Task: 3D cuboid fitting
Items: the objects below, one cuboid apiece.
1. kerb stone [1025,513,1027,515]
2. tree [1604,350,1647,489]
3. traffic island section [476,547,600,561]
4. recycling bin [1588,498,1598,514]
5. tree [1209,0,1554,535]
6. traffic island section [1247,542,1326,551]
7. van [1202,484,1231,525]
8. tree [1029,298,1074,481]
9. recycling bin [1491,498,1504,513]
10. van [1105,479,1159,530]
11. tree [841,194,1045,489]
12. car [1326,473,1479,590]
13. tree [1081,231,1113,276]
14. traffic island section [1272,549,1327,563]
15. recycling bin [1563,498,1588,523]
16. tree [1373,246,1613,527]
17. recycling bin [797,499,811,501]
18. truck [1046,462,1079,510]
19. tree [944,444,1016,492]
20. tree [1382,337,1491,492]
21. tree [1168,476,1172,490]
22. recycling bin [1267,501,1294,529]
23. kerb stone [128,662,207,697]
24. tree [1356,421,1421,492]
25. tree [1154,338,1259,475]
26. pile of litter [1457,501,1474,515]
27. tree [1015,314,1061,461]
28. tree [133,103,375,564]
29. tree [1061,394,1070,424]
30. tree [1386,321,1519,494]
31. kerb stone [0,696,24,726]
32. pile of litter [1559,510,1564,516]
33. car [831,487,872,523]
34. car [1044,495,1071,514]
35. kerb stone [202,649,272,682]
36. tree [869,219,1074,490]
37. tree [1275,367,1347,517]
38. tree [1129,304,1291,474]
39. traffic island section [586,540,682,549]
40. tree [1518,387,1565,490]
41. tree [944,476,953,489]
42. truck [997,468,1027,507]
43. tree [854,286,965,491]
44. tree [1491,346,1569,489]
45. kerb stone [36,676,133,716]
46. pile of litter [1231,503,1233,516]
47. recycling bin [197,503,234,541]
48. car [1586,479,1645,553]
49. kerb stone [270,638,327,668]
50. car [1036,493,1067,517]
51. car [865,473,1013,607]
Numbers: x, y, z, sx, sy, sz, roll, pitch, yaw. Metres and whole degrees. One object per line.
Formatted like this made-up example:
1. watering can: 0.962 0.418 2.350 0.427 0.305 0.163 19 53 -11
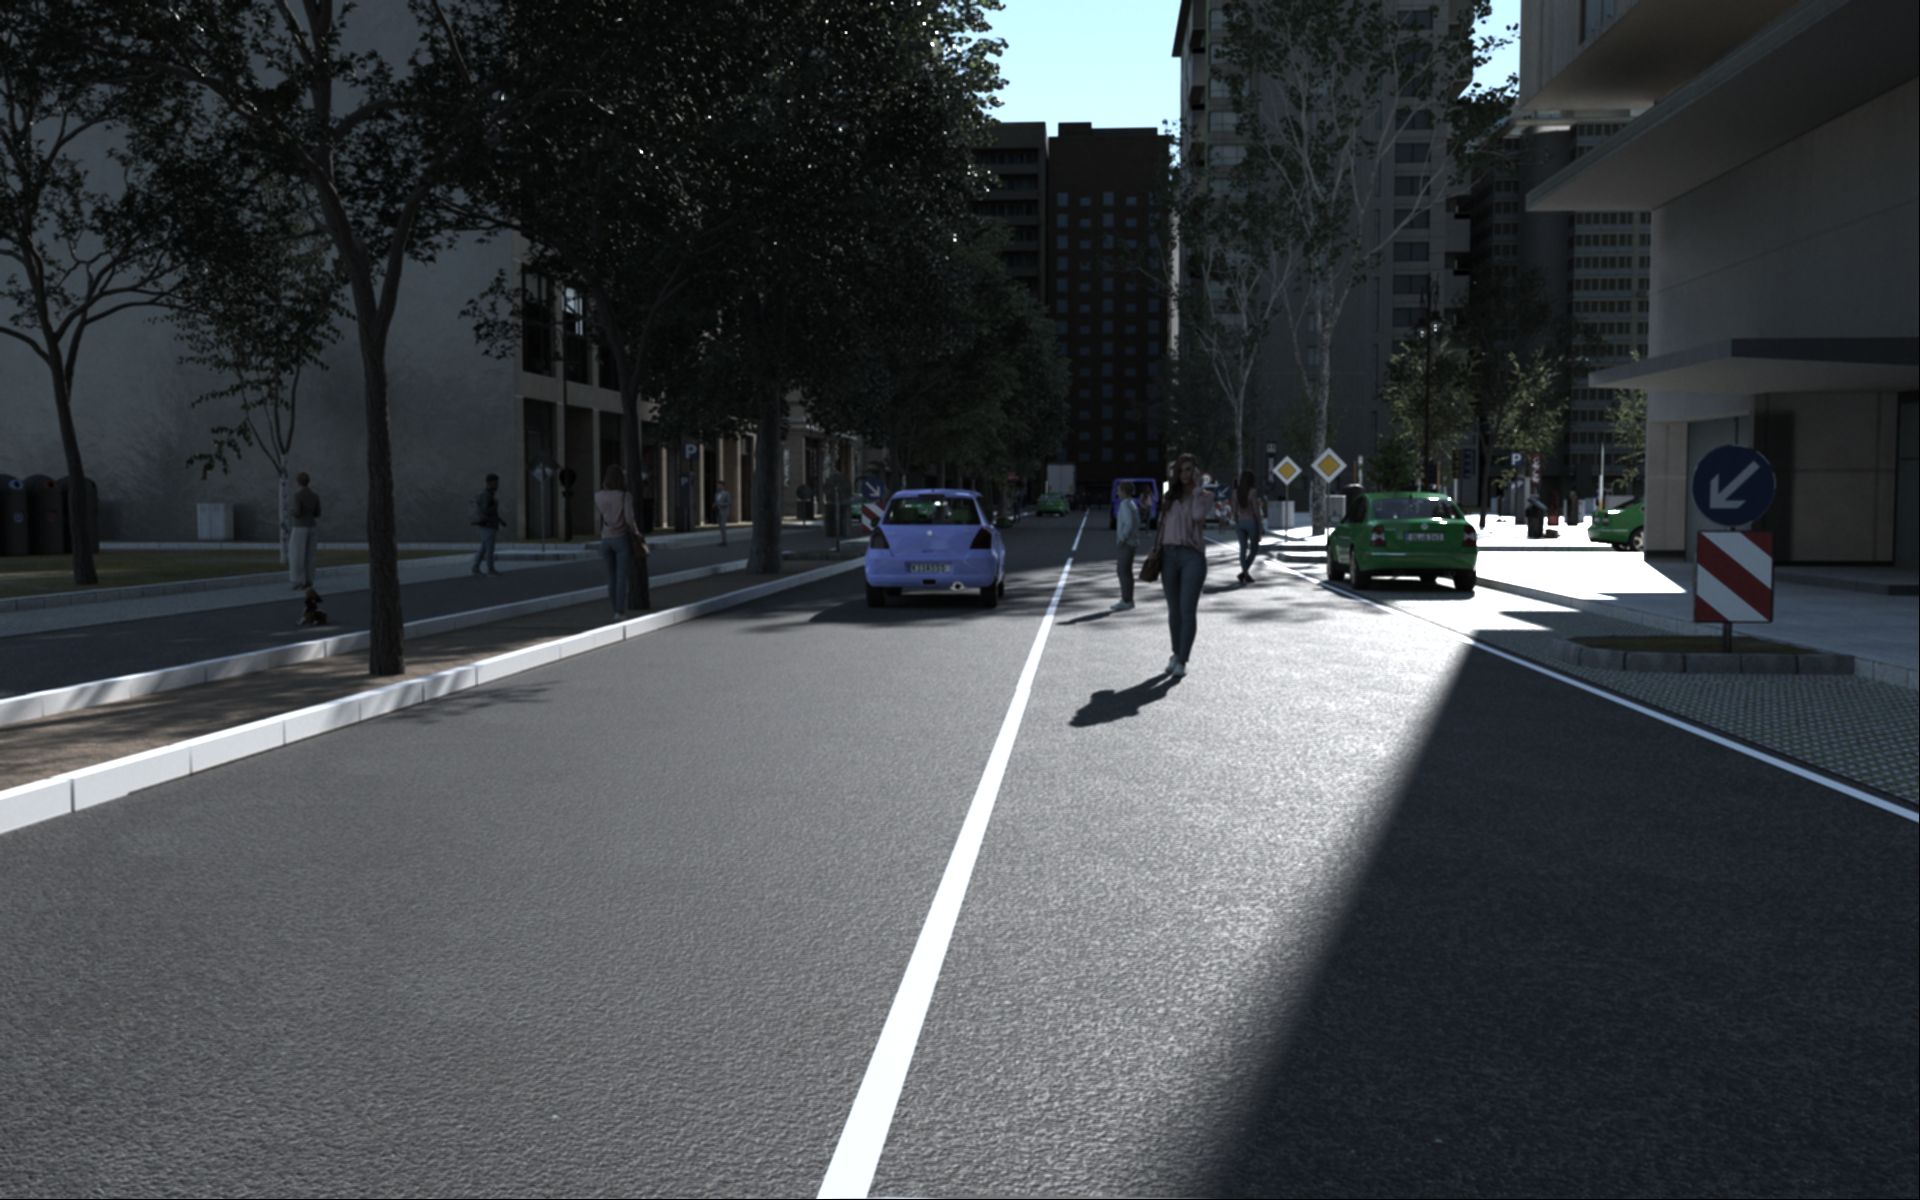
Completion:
1. kerb stone: 4.238 -5.688 115.193 0.120 0.150 1.000 0 4 4
2. tree: 33.627 -8.208 84.569 4.360 8.622 3.978 0 3 0
3. traffic island section: -9.227 -0.978 38.275 2.009 0.180 2.903 0 4 4
4. recycling bin: 41.410 -6.166 113.360 0.722 1.027 0.722 -2 4 -34
5. tree: 12.012 -12.160 54.703 12.611 20.169 13.585 0 3 0
6. traffic island section: 8.479 -1.384 44.916 2.009 0.180 2.903 0 4 4
7. van: 10.407 -4.023 72.790 2.013 2.044 4.112 0 4 5
8. tree: 2.632 -12.168 108.053 9.857 13.997 8.962 0 3 0
9. recycling bin: 36.151 -6.346 116.311 0.722 1.027 0.722 -3 5 -41
10. van: 7.105 -4.080 71.087 2.240 2.365 5.245 0 4 4
11. tree: -0.796 -8.729 63.298 7.486 12.596 7.792 0 3 0
12. car: 6.834 -1.117 27.060 1.959 1.807 4.718 0 4 4
13. tree: 12.947 -14.218 88.356 12.611 20.169 13.585 0 3 0
14. traffic island section: 7.863 -0.897 36.954 2.009 0.180 2.903 0 4 4
15. recycling bin: 27.479 -3.972 77.491 0.722 1.027 0.722 0 4 -1
16. tree: 20.076 -8.054 66.093 8.767 10.594 7.601 0 4 4
17. recycling bin: -8.088 -4.780 90.714 0.722 1.027 0.722 -1 4 -20
18. truck: 9.356 -10.345 158.059 2.839 4.237 11.283 0 4 5
19. tree: 1.412 -8.586 93.195 4.737 8.622 4.395 0 3 0
20. tree: 21.110 -7.847 78.654 4.360 8.622 3.978 0 3 0
21. tree: 19.637 -10.126 160.165 1.663 3.219 1.824 0 3 0
22. recycling bin: 11.795 -3.126 63.659 0.722 1.027 0.722 -3 5 -41
23. kerb stone: -5.807 0.590 12.595 0.120 0.150 1.000 0 4 4
24. tree: 11.366 -3.143 45.988 1.663 3.219 1.824 0 3 0
25. tree: 17.550 -12.610 124.297 7.486 12.596 7.792 0 3 0
26. pile of litter: 30.708 -5.601 105.541 1.719 0.858 1.176 -2 4 -31
27. tree: -1.709 -6.846 48.802 8.767 10.594 7.601 0 4 4
28. tree: -12.647 -4.984 31.853 4.360 8.622 3.978 0 3 0
29. tree: 1.368 -9.174 86.863 8.767 10.594 7.601 0 4 4
30. tree: 20.248 -7.496 72.922 4.737 8.622 4.395 0 3 0
31. kerb stone: -5.955 0.715 10.557 0.120 0.150 1.000 0 4 4
32. pile of litter: 35.668 -5.391 102.113 1.719 0.858 1.176 0 4 7
33. car: -5.393 -4.759 86.613 1.959 1.807 4.718 0 4 6
34. car: 7.067 -6.988 126.249 2.014 1.417 4.499 0 4 5
35. kerb stone: -5.722 0.525 13.613 0.120 0.150 1.000 0 4 4
36. tree: -0.094 -9.323 71.897 9.611 12.733 9.660 0 3 0
37. tree: 19.701 -8.982 97.216 4.737 8.622 4.395 0 3 0
38. tree: 16.103 -12.366 112.558 12.009 13.543 11.850 0 3 0
39. traffic island section: -8.612 -1.465 46.236 2.009 0.180 2.903 0 4 4
40. tree: 36.286 -9.780 110.257 4.737 8.622 4.395 0 3 0
41. tree: -1.322 -11.447 181.764 1.663 3.219 1.824 0 3 0
42. truck: 5.740 -12.218 188.670 2.839 4.237 11.283 0 4 5
43. tree: -1.827 -6.273 55.391 4.360 8.622 3.978 0 3 0
44. tree: 28.059 -8.283 85.796 4.360 8.622 3.978 0 3 0
45. kerb stone: -5.881 0.650 11.576 0.120 0.150 1.000 0 4 4
46. pile of litter: 16.252 -5.453 103.127 1.719 0.858 1.176 -3 5 -41
47. recycling bin: -20.377 -2.132 47.417 0.722 1.027 0.722 0 4 -2
48. car: 17.415 -1.977 41.126 4.718 1.807 1.959 0 4 6
49. kerb stone: -5.649 0.463 14.633 0.120 0.150 1.000 0 4 4
50. car: 5.859 -6.271 111.326 1.959 1.807 4.718 0 4 5
51. car: -0.275 -0.835 23.239 1.945 1.707 3.694 0 4 3
